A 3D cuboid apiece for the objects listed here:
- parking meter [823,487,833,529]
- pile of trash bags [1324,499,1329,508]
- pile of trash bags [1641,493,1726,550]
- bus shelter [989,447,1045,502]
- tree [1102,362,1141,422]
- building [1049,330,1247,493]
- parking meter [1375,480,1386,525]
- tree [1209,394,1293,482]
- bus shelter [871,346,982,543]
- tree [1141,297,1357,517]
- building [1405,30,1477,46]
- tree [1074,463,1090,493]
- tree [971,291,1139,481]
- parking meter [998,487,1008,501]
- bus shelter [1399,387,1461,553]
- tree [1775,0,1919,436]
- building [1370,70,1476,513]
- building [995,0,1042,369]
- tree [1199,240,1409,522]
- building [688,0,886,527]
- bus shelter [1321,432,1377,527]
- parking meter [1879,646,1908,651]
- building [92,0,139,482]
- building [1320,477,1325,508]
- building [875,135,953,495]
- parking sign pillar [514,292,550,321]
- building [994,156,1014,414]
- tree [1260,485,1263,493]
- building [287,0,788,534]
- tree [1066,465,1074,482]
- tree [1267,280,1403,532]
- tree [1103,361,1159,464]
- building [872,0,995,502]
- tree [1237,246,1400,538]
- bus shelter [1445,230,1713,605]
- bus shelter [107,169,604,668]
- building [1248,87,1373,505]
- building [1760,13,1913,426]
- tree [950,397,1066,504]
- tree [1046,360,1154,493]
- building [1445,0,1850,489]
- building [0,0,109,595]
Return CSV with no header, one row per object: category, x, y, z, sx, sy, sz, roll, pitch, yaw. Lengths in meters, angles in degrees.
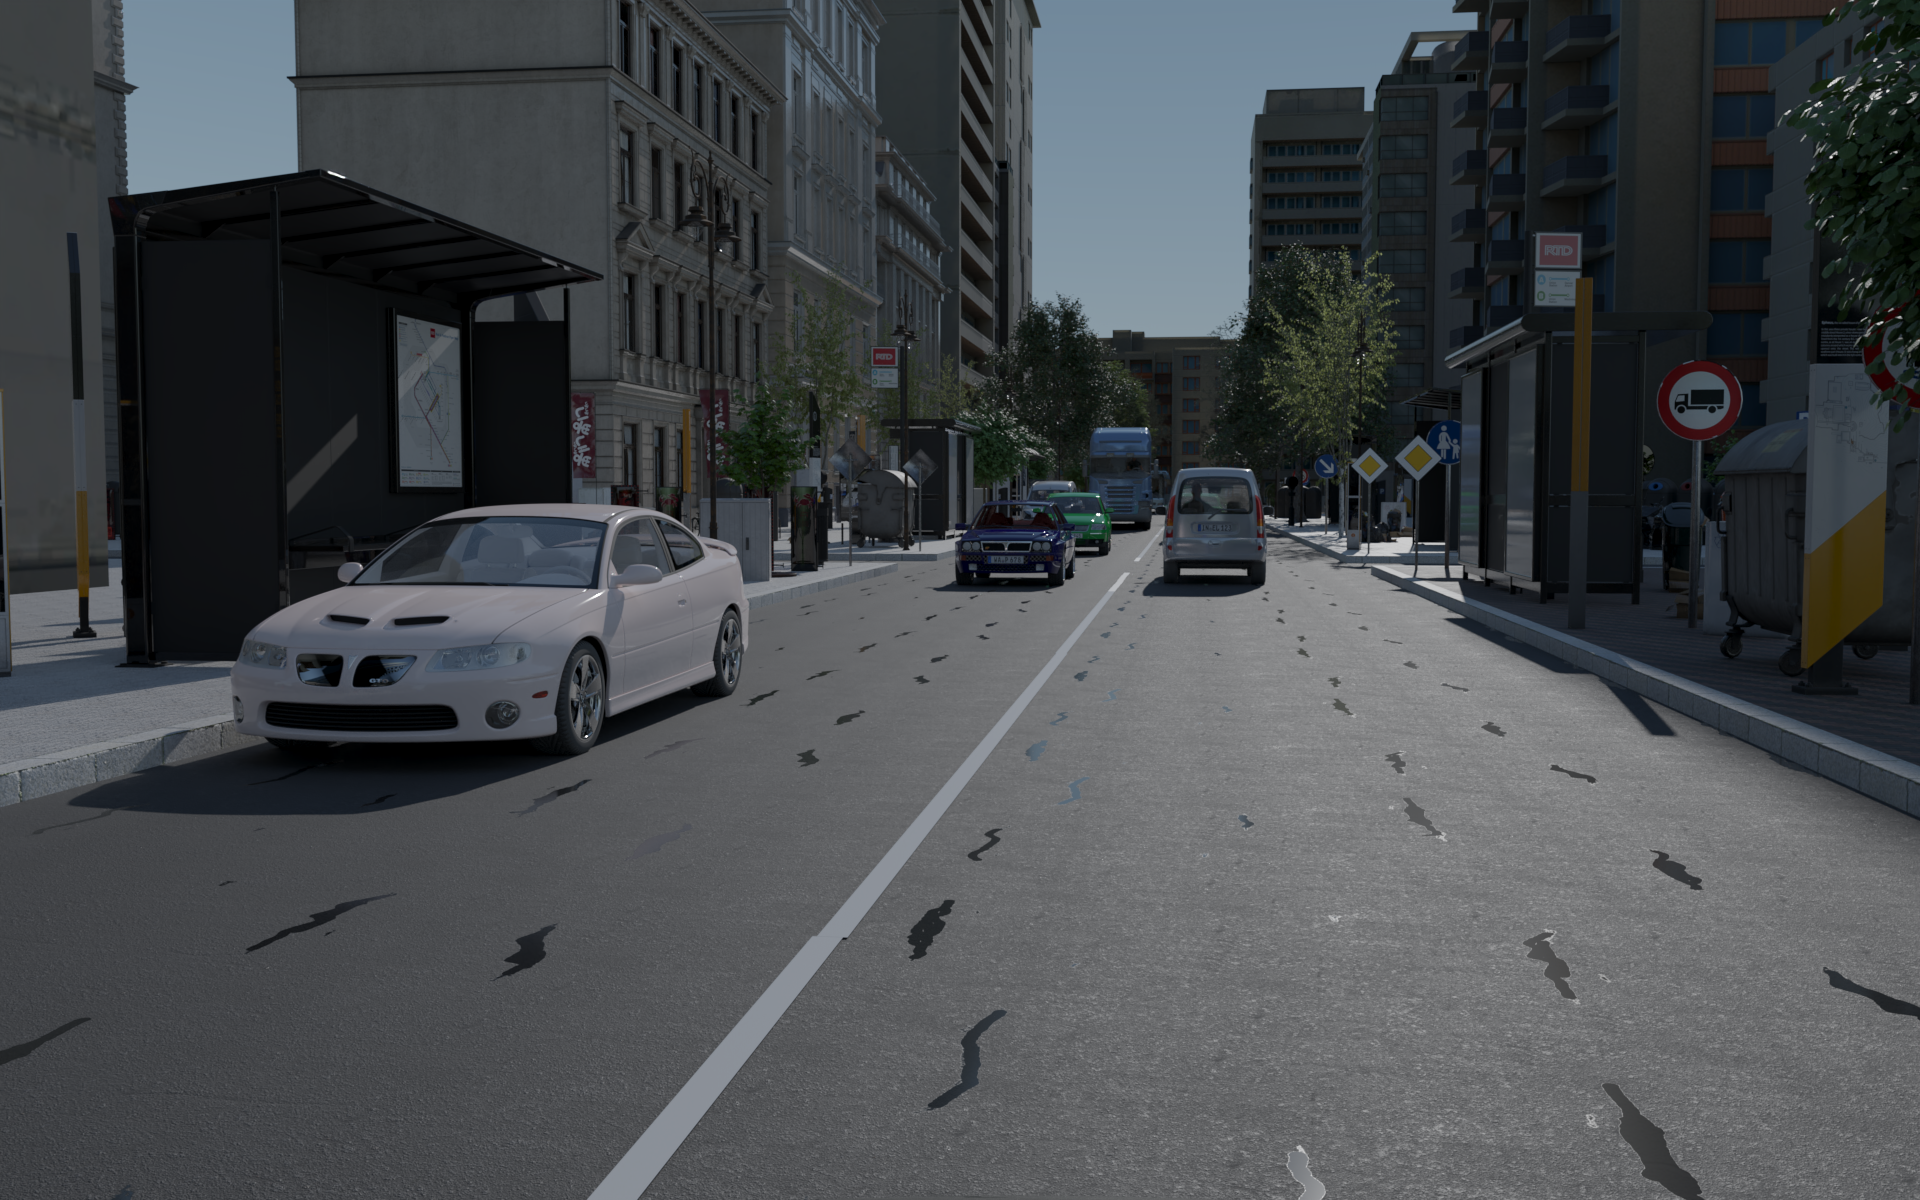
parking meter,-4.876,-3.389,63.816,0.372,1.533,0.369,0,3,0
pile of trash bags,20.652,-5.134,93.692,1.912,1.369,3.447,0,4,1
pile of trash bags,16.315,-1.848,39.975,3.447,1.369,1.912,1,4,17
bus shelter,2.251,-4.722,71.136,2.014,3.302,5.546,0,4,8
tree,14.812,-15.213,159.105,12.009,13.543,11.850,0,3,0
building,21.399,-22.847,218.587,28.899,21.520,27.650,0,4,8
parking meter,17.242,-3.999,71.099,0.399,1.863,0.255,-1,4,-16
tree,24.378,-13.195,141.492,9.928,11.665,9.643,0,3,0
bus shelter,-0.993,-4.401,49.595,2.179,5.291,8.768,0,4,8
tree,17.577,-11.303,95.176,12.009,13.543,11.850,0,3,0
building,47.331,-27.386,139.645,32.217,40.220,23.993,0,4,8
tree,8.474,-8.460,122.031,4.285,4.588,4.351,0,3,0
tree,5.409,-11.078,98.138,9.611,12.733,9.660,0,3,0
parking meter,1.653,-3.554,66.518,0.372,1.533,0.369,0,3,0
bus shelter,11.615,-3.041,40.997,1.731,3.624,6.357,0,4,8
tree,5.610,-1.498,8.199,4.285,4.588,4.351,0,3,0
building,35.905,-21.427,122.033,14.160,30.474,14.107,0,4,8
building,-7.047,-35.464,169.072,27.495,52.752,28.713,0,4,8
tree,15.483,-9.867,78.332,9.611,12.733,9.660,0,3,0
building,-11.536,-17.786,76.697,13.634,28.700,20.117,0,4,8
bus shelter,15.310,-4.713,68.348,1.731,3.624,6.357,0,4,7
parking meter,7.652,-0.523,14.266,0.399,1.863,0.255,1,4,18
building,-38.479,-13.893,56.033,19.941,23.489,11.050,0,4,8
building,50.935,-28.835,163.326,32.217,40.220,23.993,0,4,8
building,-8.603,-15.772,99.667,13.314,21.916,24.055,0,4,8
parking sign pillar,-5.055,-1.935,20.112,1.447,3.967,1.447,-2,4,-29
building,-3.166,-22.811,144.667,14.160,30.474,14.107,0,4,8
tree,25.500,-9.443,148.992,1.663,3.219,1.824,0,3,0
building,-13.025,-11.787,57.351,10.561,19.102,19.286,0,4,8
tree,2.800,-5.865,79.605,4.285,4.588,4.351,0,3,0
tree,12.764,-6.637,58.877,4.737,8.622,4.395,0,3,0
tree,13.160,-13.986,146.791,7.486,12.596,7.792,0,3,0
building,-9.224,-30.770,126.796,21.300,48.544,21.600,0,4,8
tree,10.970,-6.128,50.557,4.360,8.622,3.978,0,3,0
bus shelter,8.115,-2.849,24.209,2.179,5.291,8.768,0,4,7
bus shelter,-5.069,-1.496,15.741,1.731,3.624,6.357,0,4,7
building,45.843,-35.862,210.053,21.600,48.544,21.300,0,4,8
building,45.245,-12.842,55.004,28.899,21.520,27.650,0,4,8
tree,0.822,-4.602,58.957,4.285,4.588,4.351,0,3,0
tree,8.257,-10.833,111.529,8.767,10.594,7.601,0,4,3
building,36.305,-26.321,84.980,22.147,44.769,28.867,0,4,8
building,-23.634,-23.836,13.426,21.600,48.544,21.300,0,4,8
